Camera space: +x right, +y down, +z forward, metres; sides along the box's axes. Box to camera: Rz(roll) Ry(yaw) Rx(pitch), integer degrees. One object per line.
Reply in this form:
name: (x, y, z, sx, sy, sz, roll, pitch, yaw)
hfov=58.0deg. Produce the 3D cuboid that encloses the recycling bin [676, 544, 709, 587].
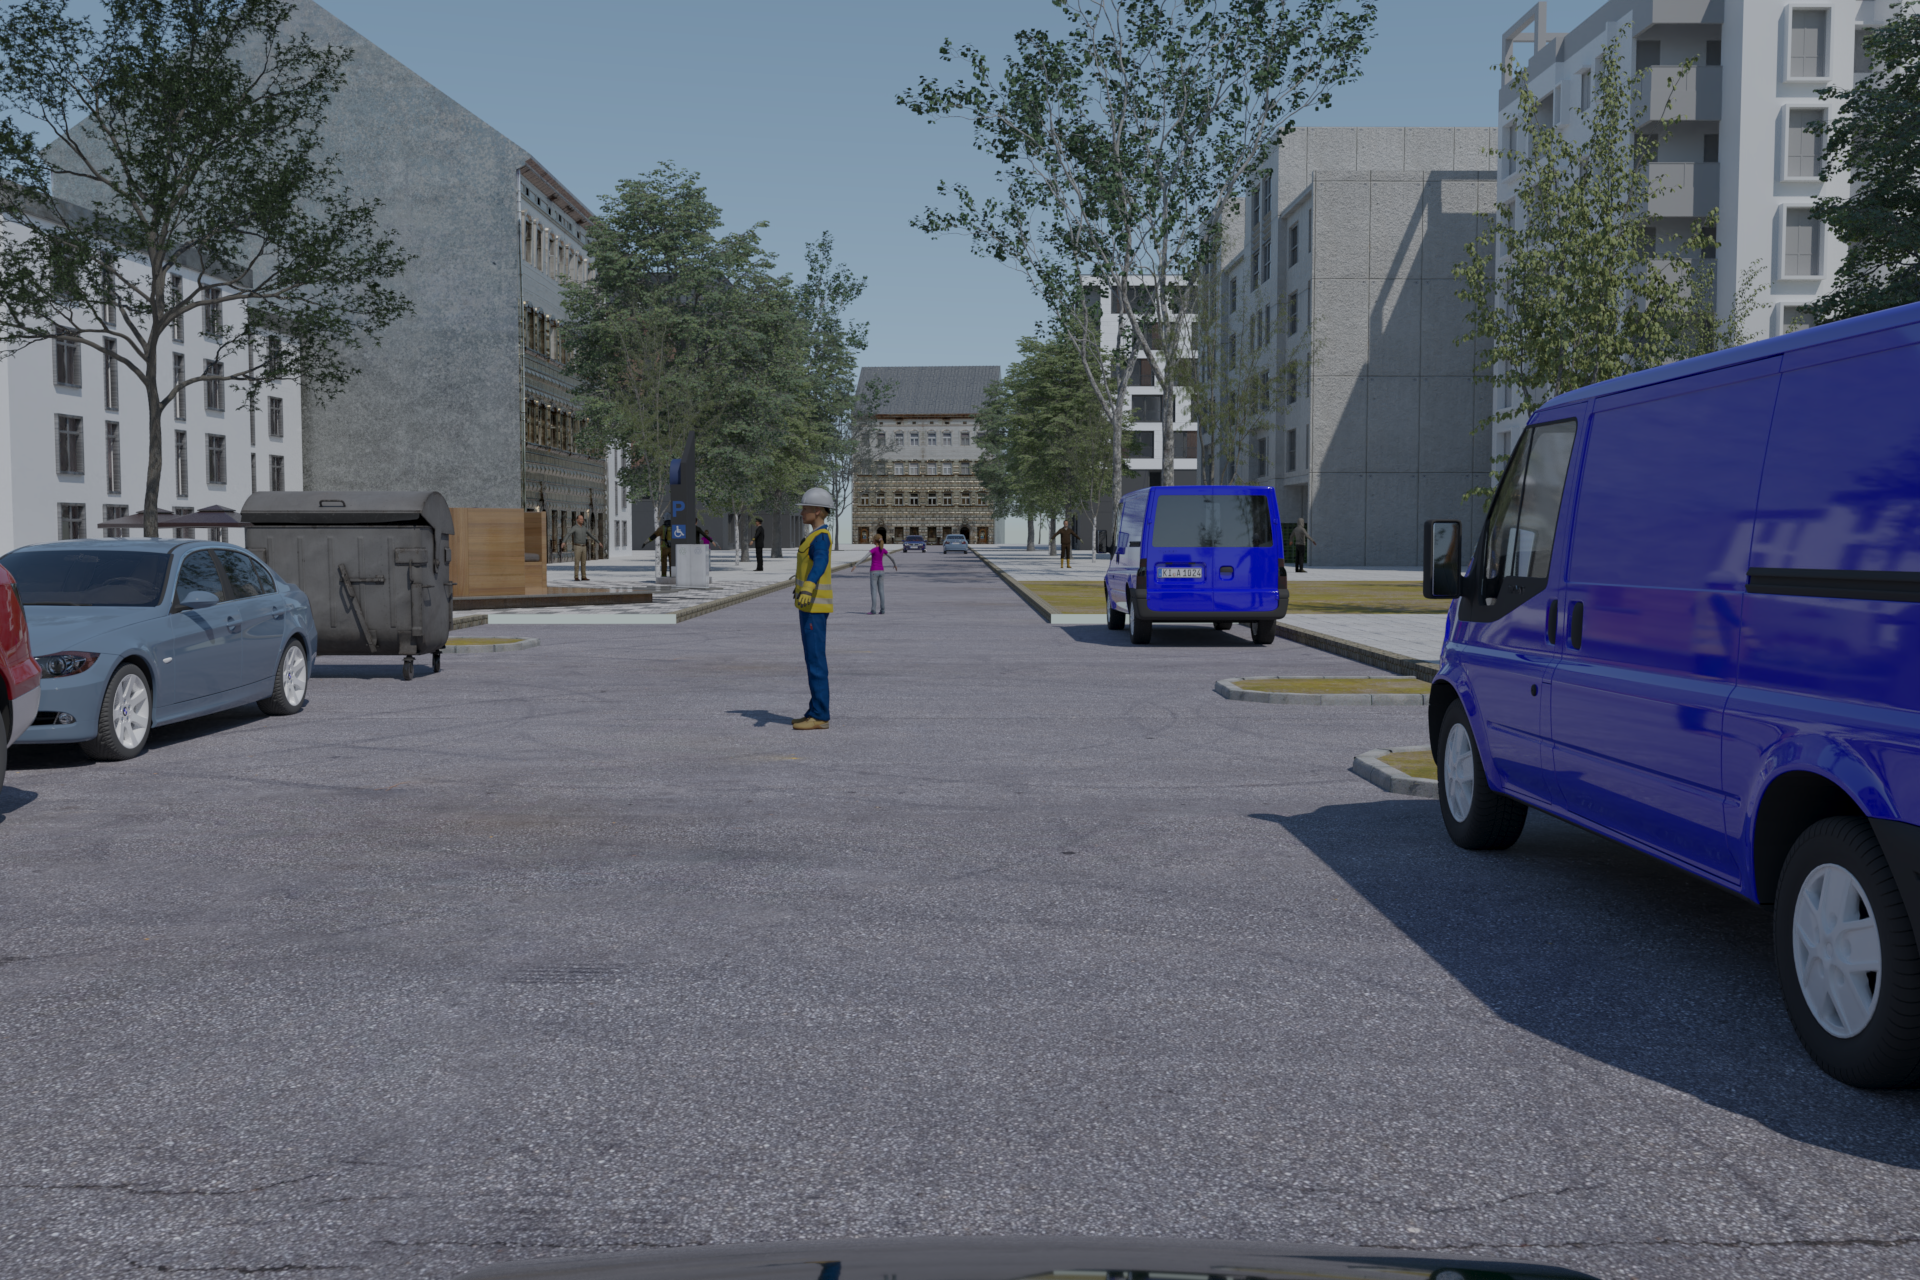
recycling bin: (-6.507, -1.809, 42.136, 0.722, 1.027, 0.722, 0, 4, -1)

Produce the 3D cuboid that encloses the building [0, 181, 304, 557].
building: (-26.960, -6.909, 55.105, 9.099, 9.664, 28.070, 0, 4, 0)

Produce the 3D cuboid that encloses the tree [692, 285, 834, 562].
tree: (-9.575, -9.806, 78.462, 7.486, 12.596, 7.792, 0, 3, 0)

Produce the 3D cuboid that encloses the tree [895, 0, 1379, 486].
tree: (4.528, -11.836, 49.404, 12.611, 20.169, 13.585, 0, 3, 0)

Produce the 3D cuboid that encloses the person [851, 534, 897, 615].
person: (-1.508, -1.169, 30.838, 0.991, 1.433, 0.599, -3, 4, -38)

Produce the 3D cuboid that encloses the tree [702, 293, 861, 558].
tree: (-9.907, -11.351, 92.247, 9.857, 13.997, 8.962, 0, 3, 0)

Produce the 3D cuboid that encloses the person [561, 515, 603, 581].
person: (-10.388, -2.518, 47.436, 0.705, 1.796, 1.348, 3, 5, 42)

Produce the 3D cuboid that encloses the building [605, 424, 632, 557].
building: (-24.082, -9.874, 103.579, 9.099, 9.664, 28.070, 0, 4, -1)

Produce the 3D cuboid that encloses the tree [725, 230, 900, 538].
tree: (-10.116, -15.558, 110.265, 12.611, 20.169, 13.585, 0, 3, 0)

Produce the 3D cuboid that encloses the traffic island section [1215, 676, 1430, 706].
traffic island section: (3.320, 0.453, 15.459, 1.991, 0.108, 1.994, 0, 3, 0)

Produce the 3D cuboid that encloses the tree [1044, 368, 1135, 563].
tree: (5.994, -7.735, 76.822, 4.360, 8.622, 3.978, 0, 3, 0)

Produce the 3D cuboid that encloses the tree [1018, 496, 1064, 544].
tree: (10.338, -17.355, 218.159, 7.601, 10.594, 8.767, 0, 4, 8)

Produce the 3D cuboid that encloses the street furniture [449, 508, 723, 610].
street furniture: (-11.021, -1.558, 32.331, 9.812, 1.723, 11.010, 3, 5, 40)

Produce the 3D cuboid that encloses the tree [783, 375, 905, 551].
tree: (-9.237, -13.507, 131.206, 12.009, 13.543, 11.850, 0, 3, 0)

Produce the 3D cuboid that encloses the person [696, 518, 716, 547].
person: (-8.201, -2.900, 53.602, 1.347, 1.806, 0.705, 1, 4, 20)

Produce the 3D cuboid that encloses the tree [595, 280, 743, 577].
tree: (-8.979, -6.137, 50.706, 4.360, 8.622, 3.978, 0, 3, 0)

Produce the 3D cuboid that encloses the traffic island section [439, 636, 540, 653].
traffic island section: (-6.392, 0.065, 21.796, 1.991, 0.108, 1.994, 0, 4, 0)

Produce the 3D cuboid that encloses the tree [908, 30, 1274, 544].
tree: (4.743, -12.896, 66.731, 12.611, 20.169, 13.585, 0, 3, 0)

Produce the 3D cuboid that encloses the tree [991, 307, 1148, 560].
tree: (5.462, -10.272, 86.079, 7.486, 12.596, 7.792, 0, 3, 0)

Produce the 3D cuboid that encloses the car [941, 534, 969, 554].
car: (-0.335, -6.893, 124.697, 2.014, 1.417, 4.499, 0, 4, -1)

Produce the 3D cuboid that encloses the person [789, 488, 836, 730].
person: (-1.151, -0.237, 12.796, 0.721, 1.772, 1.216, 0, 4, -7)

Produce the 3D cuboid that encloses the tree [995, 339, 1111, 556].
tree: (5.657, -11.156, 100.525, 7.486, 12.596, 7.792, 0, 3, 0)

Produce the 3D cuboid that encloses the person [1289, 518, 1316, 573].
person: (11.336, -3.146, 57.570, 0.705, 1.813, 1.348, -2, 4, -27)

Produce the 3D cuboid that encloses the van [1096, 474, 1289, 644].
van: (3.151, -1.211, 24.186, 2.240, 2.365, 5.245, 0, 3, 0)

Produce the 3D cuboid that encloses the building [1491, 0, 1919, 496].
building: (25.125, -12.648, 63.221, 16.016, 20.090, 11.380, 0, 4, 0)

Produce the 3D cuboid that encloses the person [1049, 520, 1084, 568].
person: (3.968, -3.600, 64.995, 1.346, 1.812, 0.704, -1, 4, -13)

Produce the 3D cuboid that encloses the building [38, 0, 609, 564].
building: (-26.967, -15.117, 78.099, 19.493, 23.208, 18.063, 0, 4, -1)

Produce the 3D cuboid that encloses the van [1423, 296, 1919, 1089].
van: (3.198, -0.107, 6.133, 2.240, 2.365, 5.245, 0, 4, -1)

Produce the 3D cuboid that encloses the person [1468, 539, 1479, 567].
person: (5.327, -0.645, 16.383, 1.345, 1.849, 0.704, -1, 4, -21)

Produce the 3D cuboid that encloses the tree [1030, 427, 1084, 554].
tree: (5.462, -9.690, 108.800, 4.360, 8.622, 3.978, 0, 3, 0)

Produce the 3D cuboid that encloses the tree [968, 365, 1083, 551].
tree: (5.162, -13.541, 128.044, 9.857, 13.997, 8.962, 0, 3, 0)

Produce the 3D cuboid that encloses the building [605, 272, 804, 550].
building: (-29.054, -18.818, 151.654, 27.936, 21.610, 32.646, 0, 4, 0)

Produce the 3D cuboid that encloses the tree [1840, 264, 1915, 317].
tree: (25.467, -5.893, 46.716, 4.737, 8.622, 4.395, 0, 3, 0)

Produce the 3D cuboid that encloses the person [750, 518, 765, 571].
person: (-6.954, -3.292, 59.760, 0.705, 1.837, 1.347, 1, 4, 10)

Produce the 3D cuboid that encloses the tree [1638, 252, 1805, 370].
tree: (20.218, -5.853, 46.059, 4.737, 8.622, 4.395, 0, 3, 0)

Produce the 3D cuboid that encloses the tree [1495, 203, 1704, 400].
tree: (14.205, -5.410, 38.821, 4.737, 8.622, 4.395, 0, 3, 0)

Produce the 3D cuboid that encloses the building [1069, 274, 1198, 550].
building: (23.381, -18.882, 152.700, 27.936, 21.610, 32.646, 0, 3, 0)

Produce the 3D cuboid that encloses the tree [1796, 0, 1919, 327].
tree: (22.598, -7.922, 36.186, 9.857, 13.997, 8.962, 0, 3, 0)

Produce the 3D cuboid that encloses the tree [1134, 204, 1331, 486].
tree: (5.586, -5.443, 39.356, 4.360, 8.622, 3.978, 0, 3, 0)

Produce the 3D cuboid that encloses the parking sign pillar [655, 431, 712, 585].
parking sign pillar: (-7.120, -3.430, 44.548, 1.447, 3.967, 1.447, 0, 4, 1)

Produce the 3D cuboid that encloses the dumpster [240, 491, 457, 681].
dumpster: (-6.111, -0.559, 17.357, 1.865, 1.857, 1.264, 0, 4, 0)

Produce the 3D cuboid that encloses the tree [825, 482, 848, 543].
tree: (-16.767, -16.771, 224.559, 4.737, 8.622, 4.395, 0, 3, 0)

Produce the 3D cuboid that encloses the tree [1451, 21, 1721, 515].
tree: (9.148, -4.623, 25.946, 4.737, 8.622, 4.395, 0, 3, 0)

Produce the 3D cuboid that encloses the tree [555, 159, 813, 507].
tree: (-9.398, -9.352, 59.556, 9.857, 13.997, 8.962, 0, 3, 0)

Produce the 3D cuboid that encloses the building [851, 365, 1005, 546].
building: (-3.778, -23.961, 225.152, 18.063, 23.208, 19.493, 0, 4, 5)

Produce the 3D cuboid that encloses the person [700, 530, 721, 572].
person: (-8.650, -3.047, 59.086, 0.991, 1.433, 0.599, -1, 4, -13)

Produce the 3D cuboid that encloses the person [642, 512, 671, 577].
person: (-7.786, -2.467, 46.101, 1.354, 1.858, 0.705, -2, 4, -25)

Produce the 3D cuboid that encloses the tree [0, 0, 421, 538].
tree: (-11.417, -5.531, 24.842, 7.601, 10.594, 8.767, -2, 4, -28)

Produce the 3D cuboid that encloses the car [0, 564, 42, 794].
car: (-5.675, 0.126, 6.610, 2.281, 1.827, 5.304, 0, 4, 0)

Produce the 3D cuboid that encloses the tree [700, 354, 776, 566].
tree: (-8.928, -7.340, 70.375, 4.360, 8.622, 3.978, 0, 3, 0)

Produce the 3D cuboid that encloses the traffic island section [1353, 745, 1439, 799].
traffic island section: (3.369, 0.782, 10.086, 1.991, 0.108, 1.994, 0, 4, -1)

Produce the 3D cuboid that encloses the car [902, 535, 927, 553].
car: (-3.504, -7.392, 133.444, 1.945, 1.354, 3.894, 0, 3, 0)

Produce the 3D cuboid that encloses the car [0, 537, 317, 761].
car: (-6.127, -0.028, 12.467, 2.014, 1.417, 4.499, 0, 4, 0)

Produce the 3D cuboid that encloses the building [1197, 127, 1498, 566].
building: (22.136, -13.306, 84.014, 16.747, 18.905, 31.486, 0, 4, 0)
